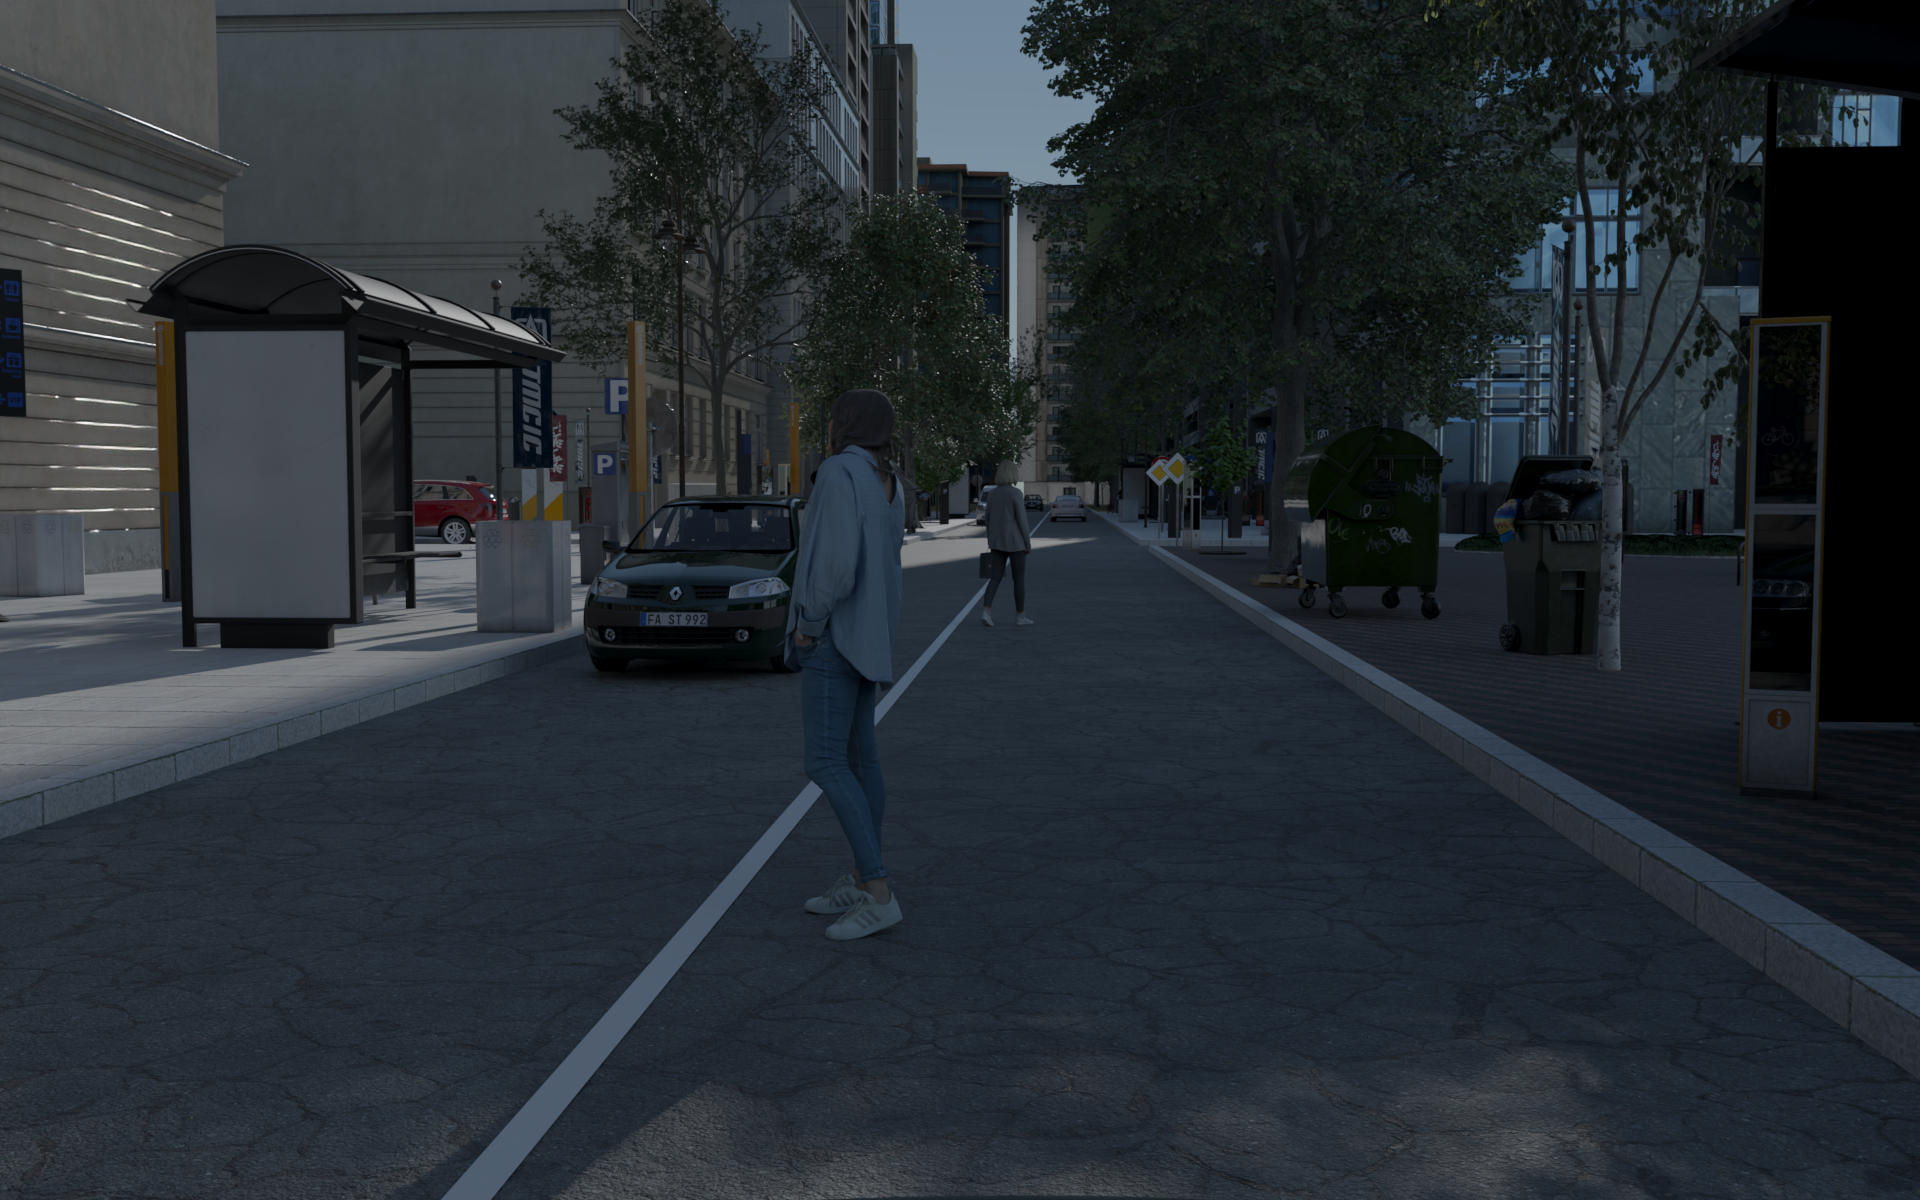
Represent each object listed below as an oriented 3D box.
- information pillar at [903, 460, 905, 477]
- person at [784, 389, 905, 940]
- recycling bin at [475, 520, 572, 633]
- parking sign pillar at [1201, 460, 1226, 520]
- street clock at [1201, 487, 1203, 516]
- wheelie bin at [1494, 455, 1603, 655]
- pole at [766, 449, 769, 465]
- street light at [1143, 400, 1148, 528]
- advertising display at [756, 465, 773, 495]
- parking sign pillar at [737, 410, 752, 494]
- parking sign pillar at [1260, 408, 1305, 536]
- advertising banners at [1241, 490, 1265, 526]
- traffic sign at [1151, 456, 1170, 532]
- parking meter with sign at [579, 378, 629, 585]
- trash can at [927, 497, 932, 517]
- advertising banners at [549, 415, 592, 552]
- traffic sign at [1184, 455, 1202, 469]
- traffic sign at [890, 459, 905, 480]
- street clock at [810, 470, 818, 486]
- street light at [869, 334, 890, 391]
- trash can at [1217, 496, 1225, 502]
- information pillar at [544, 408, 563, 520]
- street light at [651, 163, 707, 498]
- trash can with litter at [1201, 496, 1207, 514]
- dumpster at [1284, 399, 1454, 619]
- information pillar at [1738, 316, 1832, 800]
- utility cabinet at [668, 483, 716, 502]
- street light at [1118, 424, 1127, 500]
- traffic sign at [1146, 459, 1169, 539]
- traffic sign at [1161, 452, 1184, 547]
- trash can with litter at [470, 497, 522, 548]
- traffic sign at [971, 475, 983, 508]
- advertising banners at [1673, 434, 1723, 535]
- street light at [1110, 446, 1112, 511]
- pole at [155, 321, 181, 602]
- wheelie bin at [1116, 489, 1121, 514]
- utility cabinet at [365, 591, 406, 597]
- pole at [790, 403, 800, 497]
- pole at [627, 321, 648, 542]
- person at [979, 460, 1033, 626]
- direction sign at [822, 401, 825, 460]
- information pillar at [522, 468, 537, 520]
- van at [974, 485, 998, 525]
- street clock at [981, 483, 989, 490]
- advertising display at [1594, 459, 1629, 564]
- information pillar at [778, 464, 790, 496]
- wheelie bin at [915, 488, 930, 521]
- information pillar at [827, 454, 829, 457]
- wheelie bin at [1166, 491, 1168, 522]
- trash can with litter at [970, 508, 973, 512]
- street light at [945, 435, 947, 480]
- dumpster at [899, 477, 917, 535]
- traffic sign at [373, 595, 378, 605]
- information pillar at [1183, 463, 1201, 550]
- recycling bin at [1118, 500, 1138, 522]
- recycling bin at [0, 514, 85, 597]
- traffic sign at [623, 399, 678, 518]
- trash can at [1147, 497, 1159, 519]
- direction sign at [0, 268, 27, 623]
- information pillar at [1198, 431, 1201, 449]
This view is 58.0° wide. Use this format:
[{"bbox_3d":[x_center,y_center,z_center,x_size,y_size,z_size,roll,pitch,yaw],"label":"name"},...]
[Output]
[{"bbox_3d":[-3.066,-6.651,100.095,0.504,3.616,0.183,0,4,8],"label":"information pillar"},{"bbox_3d":[-0.354,0.179,5.837,0.793,1.790,0.793,-1,4,-17],"label":"person"},{"bbox_3d":[-4.106,-0.231,16.334,0.722,1.027,0.722,0,4,3],"label":"recycling bin"},{"bbox_3d":[12.747,-6.057,87.497,1.447,3.967,1.447,1,4,14],"label":"parking sign pillar"},{"bbox_3d":[14.057,-5.913,101.241,0.358,2.002,0.471,0,4,5],"label":"street clock"},{"bbox_3d":[4.837,-0.373,13.999,0.980,1.594,0.693,-1,4,-13],"label":"wheelie bin"},{"bbox_3d":[-8.745,-5.193,78.750,0.158,3.312,0.155,0,3,0],"label":"pole"},{"bbox_3d":[7.092,-5.701,65.997,0.468,5.910,1.993,0,4,3],"label":"street light"},{"bbox_3d":[-4.325,-2.032,38.445,0.123,1.923,0.974,1,4,9],"label":"advertising display"},{"bbox_3d":[-7.035,-4.146,56.266,1.447,3.967,1.447,0,4,-8],"label":"parking sign pillar"},{"bbox_3d":[10.065,-3.991,53.720,1.447,3.967,1.447,-2,4,-35],"label":"parking sign pillar"},{"bbox_3d":[11.992,-4.458,69.074,0.090,3.025,2.074,-3,5,-44],"label":"advertising banners"},{"bbox_3d":[6.791,-3.547,58.096,0.768,2.556,0.104,0,4,4],"label":"traffic sign"},{"bbox_3d":[-5.109,-1.772,25.228,0.543,3.016,1.738,0,4,4],"label":"parking meter with sign"},{"bbox_3d":[-1.928,-5.259,97.643,0.748,1.137,0.748,0,3,0],"label":"trash can"},{"bbox_3d":[-8.161,-2.576,38.298,2.074,3.025,0.090,0,4,-3],"label":"advertising banners"},{"bbox_3d":[7.336,-3.318,54.351,0.768,2.556,0.104,1,4,10],"label":"traffic sign"},{"bbox_3d":[-1.981,-2.836,50.007,0.795,2.450,0.064,0,4,3],"label":"traffic sign"},{"bbox_3d":[-4.336,-2.976,53.224,0.471,2.002,0.358,1,4,14],"label":"street clock"},{"bbox_3d":[-2.340,-4.735,50.200,0.468,5.910,1.993,0,4,3],"label":"street light"},{"bbox_3d":[17.489,-6.402,116.328,0.748,1.137,0.748,0,3,0],"label":"trash can"},{"bbox_3d":[-10.203,-3.181,43.366,0.504,3.616,0.183,1,4,15],"label":"information pillar"},{"bbox_3d":[-3.966,-3.172,24.643,0.468,5.910,1.993,0,4,3],"label":"street light"},{"bbox_3d":[14.641,-5.551,102.146,0.624,1.170,1.055,-1,4,-18],"label":"trash can with litter"},{"bbox_3d":[4.343,-0.980,18.521,1.502,2.255,1.985,0,4,3],"label":"dumpster"},{"bbox_3d":[3.507,-0.176,7.376,0.304,2.012,0.304,2,4,25],"label":"information pillar"},{"bbox_3d":[-5.313,-1.613,35.057,1.173,1.500,0.318,-3,5,-41],"label":"utility cabinet"},{"bbox_3d":[8.841,-7.447,94.548,0.468,5.910,1.993,0,4,3],"label":"street light"},{"bbox_3d":[5.698,-2.806,49.522,0.795,2.450,0.064,0,4,3],"label":"traffic sign"},{"bbox_3d":[5.215,-2.319,41.552,0.795,2.450,0.064,0,4,3],"label":"traffic sign"},{"bbox_3d":[-10.432,-1.816,40.755,1.678,1.210,2.233,-3,4,-37],"label":"trash can with litter"},{"bbox_3d":[1.124,-6.983,114.285,0.768,2.556,0.104,0,4,5],"label":"traffic sign"},{"bbox_3d":[22.047,-3.397,51.729,0.090,3.025,2.074,-1,4,-14],"label":"advertising banners"},{"bbox_3d":[10.736,-9.215,123.452,0.468,5.910,1.993,0,4,3],"label":"street light"},{"bbox_3d":[-9.393,-1.634,20.553,0.158,3.312,0.155,0,3,0],"label":"pole"},{"bbox_3d":[10.685,-6.456,113.463,0.693,1.594,0.980,3,5,40],"label":"wheelie bin"},{"bbox_3d":[-7.403,-0.645,21.703,1.020,1.237,0.306,-2,4,-32],"label":"utility cabinet"},{"bbox_3d":[-3.714,-2.759,38.957,0.158,3.312,0.155,0,3,0],"label":"pole"},{"bbox_3d":[-3.822,-1.633,20.539,0.158,3.312,0.155,0,3,0],"label":"pole"},{"bbox_3d":[0.444,-0.625,18.894,0.709,1.800,0.728,3,5,42],"label":"person"},{"bbox_3d":[-3.371,-3.104,42.744,0.379,3.537,0.876,0,4,-8],"label":"direction sign"},{"bbox_3d":[-14.370,-4.058,57.700,0.504,3.616,0.183,-1,4,-18],"label":"information pillar"},{"bbox_3d":[1.699,-4.533,81.132,2.013,2.044,4.112,0,4,5],"label":"van"},{"bbox_3d":[1.588,-6.455,110.103,0.471,2.002,0.358,-2,4,-35],"label":"street clock"},{"bbox_3d":[12.143,-1.660,32.354,0.123,1.923,0.974,-1,4,-12],"label":"advertising display"},{"bbox_3d":[-4.220,-2.312,42.300,0.304,2.012,0.304,-3,5,-43],"label":"information pillar"},{"bbox_3d":[-1.888,-4.528,81.933,0.980,1.594,0.693,1,4,20],"label":"wheelie bin"},{"bbox_3d":[-6.466,-5.714,84.773,0.183,3.616,0.504,0,4,-5],"label":"information pillar"},{"bbox_3d":[9.733,-4.371,79.375,0.980,1.594,0.693,2,4,33],"label":"wheelie bin"},{"bbox_3d":[0.342,-6.784,122.313,1.055,1.170,0.624,-1,4,-19],"label":"trash can with litter"},{"bbox_3d":[-0.641,-6.493,78.941,0.468,5.910,1.993,0,4,3],"label":"street light"},{"bbox_3d":[-2.071,-3.046,55.568,1.264,1.857,1.865,0,4,4],"label":"dumpster"},{"bbox_3d":[-6.771,-1.093,19.993,0.606,2.300,0.079,0,4,5],"label":"traffic sign"},{"bbox_3d":[5.317,-2.153,39.693,0.304,2.012,0.304,-3,4,-37],"label":"information pillar"},{"bbox_3d":[7.633,-4.041,78.624,0.722,1.027,0.722,-1,4,-14],"label":"recycling bin"},{"bbox_3d":[-11.621,-0.572,21.905,0.722,1.027,0.722,1,4,20],"label":"recycling bin"},{"bbox_3d":[-4.143,-1.411,23.174,0.768,2.556,0.104,1,4,11],"label":"traffic sign"},{"bbox_3d":[10.001,-4.791,89.980,0.748,1.137,0.748,0,3,0],"label":"trash can"},{"bbox_3d":[-9.737,-1.544,17.240,0.379,3.537,0.876,3,4,36],"label":"direction sign"},{"bbox_3d":[8.860,-4.457,64.222,0.183,3.616,0.504,1,4,9],"label":"information pillar"}]
